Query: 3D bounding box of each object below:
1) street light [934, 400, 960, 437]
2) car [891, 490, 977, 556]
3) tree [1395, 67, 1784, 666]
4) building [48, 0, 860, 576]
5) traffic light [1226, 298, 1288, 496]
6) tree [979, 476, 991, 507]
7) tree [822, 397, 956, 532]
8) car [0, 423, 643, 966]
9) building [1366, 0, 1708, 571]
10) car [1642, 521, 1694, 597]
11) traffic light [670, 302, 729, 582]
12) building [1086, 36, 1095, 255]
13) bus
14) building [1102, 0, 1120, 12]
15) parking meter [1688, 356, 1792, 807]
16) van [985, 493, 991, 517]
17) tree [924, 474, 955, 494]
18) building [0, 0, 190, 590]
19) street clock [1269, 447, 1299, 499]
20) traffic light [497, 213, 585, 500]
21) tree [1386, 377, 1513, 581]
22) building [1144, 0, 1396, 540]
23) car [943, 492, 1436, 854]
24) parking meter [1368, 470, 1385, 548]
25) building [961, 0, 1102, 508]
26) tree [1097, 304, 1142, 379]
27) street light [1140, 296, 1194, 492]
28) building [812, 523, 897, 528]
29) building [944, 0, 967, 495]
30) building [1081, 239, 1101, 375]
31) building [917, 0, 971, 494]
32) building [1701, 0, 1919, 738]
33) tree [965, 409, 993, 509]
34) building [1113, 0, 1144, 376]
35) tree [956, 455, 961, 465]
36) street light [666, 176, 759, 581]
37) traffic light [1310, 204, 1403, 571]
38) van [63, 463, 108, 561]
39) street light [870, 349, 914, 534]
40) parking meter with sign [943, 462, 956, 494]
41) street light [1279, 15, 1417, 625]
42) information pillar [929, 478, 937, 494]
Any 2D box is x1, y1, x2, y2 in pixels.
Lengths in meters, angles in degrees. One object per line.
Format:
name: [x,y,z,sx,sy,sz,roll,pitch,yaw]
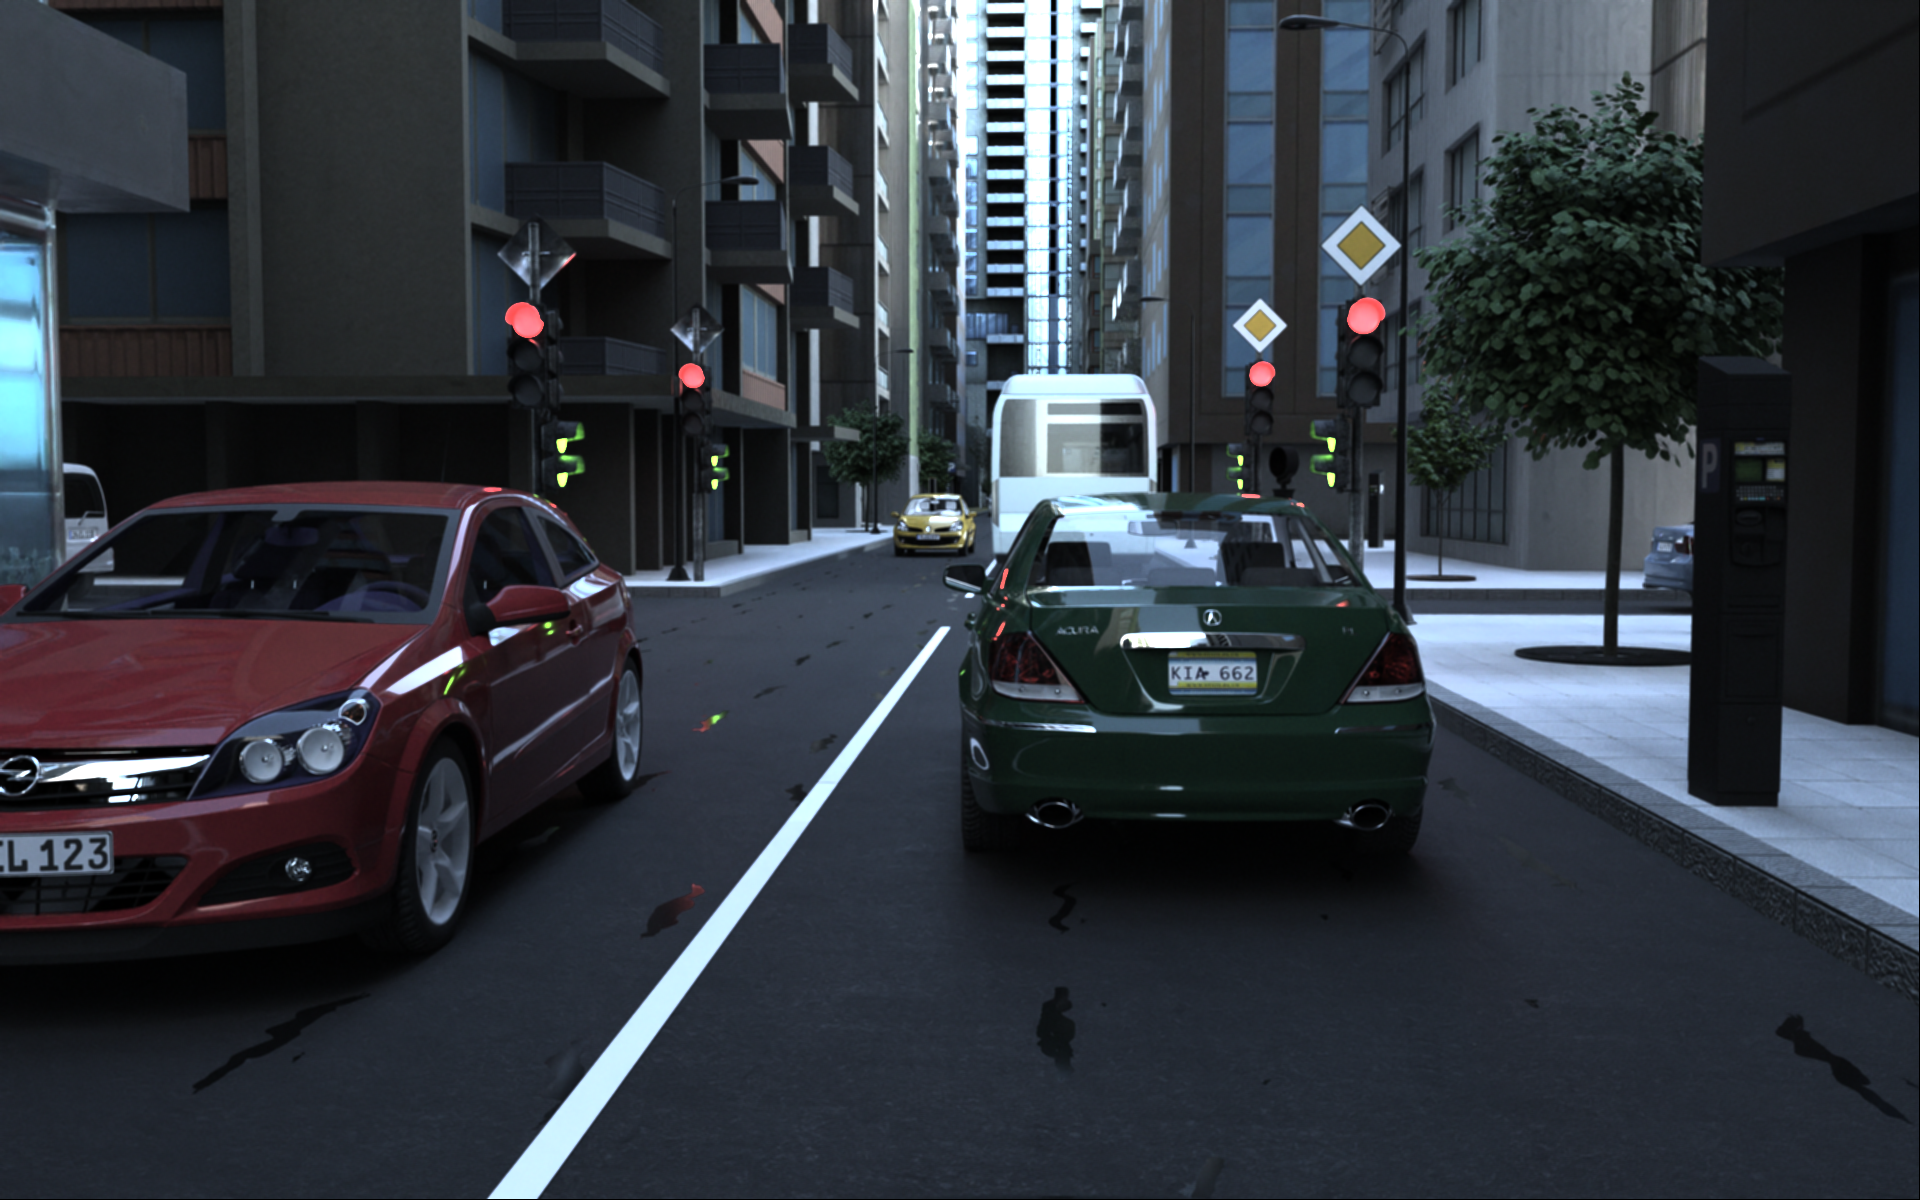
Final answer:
street light: [-0.723,-6.902,85.390,1.470,5.913,1.316,0,4,3]
car: [-0.574,-1.889,41.102,2.015,1.641,3.980,0,4,4]
tree: [5.114,-1.814,13.372,4.285,4.588,4.351,0,3,0]
building: [-14.124,-23.493,38.742,22.147,44.769,28.867,0,4,3]
traffic light: [4.278,-2.204,24.951,0.839,4.253,0.868,0,4,3]
tree: [3.218,-10.950,173.638,1.663,3.219,1.824,0,3,0]
tree: [-3.214,-4.593,58.817,4.285,4.588,4.351,0,3,0]
car: [-2.474,0.140,6.758,2.155,1.783,4.494,0,4,1]
building: [15.643,-21.227,30.648,14.086,41.232,14.154,0,4,3]
car: [10.747,-0.555,21.072,4.499,1.417,2.014,0,4,4]
traffic light: [-3.823,-2.227,25.340,0.839,4.253,0.868,0,4,3]
building: [19.209,-31.628,167.224,14.600,45.320,14.200,0,4,3]
bus: [2.150,-2.354,33.350,2.948,3.499,13.247,0,4,3]
building: [15.915,-26.063,109.719,14.154,41.232,14.086,0,4,3]
parking meter: [3.235,-0.091,7.195,0.255,1.863,0.399,0,4,2]
van: [2.636,-6.302,110.044,2.013,2.044,4.112,0,4,2]
tree: [-1.113,-5.839,90.072,1.663,3.219,1.824,0,3,0]
building: [-20.683,-23.521,4.174,30.456,49.044,23.786,0,4,3]
street clock: [4.940,-1.339,26.460,0.358,2.002,0.471,-2,4,-25]
traffic light: [-4.223,-1.740,17.365,0.839,4.253,0.868,0,4,3]
tree: [7.128,-1.918,25.962,1.663,3.219,1.824,0,3,0]
building: [13.039,-24.682,53.668,14.600,45.320,14.200,0,4,3]
car: [0.956,0.211,8.346,2.131,1.459,4.920,0,4,2]
parking meter: [9.950,-2.183,41.402,0.255,1.863,0.399,3,4,37]
building: [8.262,-53.825,192.715,31.000,86.520,22.319,0,4,3]
tree: [7.176,-7.084,66.184,4.360,8.622,3.978,0,3,0]
street light: [4.918,-4.175,40.805,1.470,5.913,1.316,0,4,3]
building: [-9.143,-23.515,68.059,14.154,41.232,14.086,0,4,3]
building: [-6.788,-29.890,138.805,14.600,45.320,14.200,0,4,3]
building: [23.281,-17.523,131.533,27.650,21.520,28.899,0,4,3]
building: [-11.477,-30.351,115.851,23.786,49.044,30.456,0,4,3]
building: [11.184,-21.536,2.228,14.600,45.320,14.200,0,4,3]
tree: [2.067,-12.286,151.235,4.360,8.622,3.978,0,3,0]
building: [18.898,-28.377,83.571,23.786,49.044,30.456,0,4,3]
tree: [-1.676,-5.978,81.450,4.285,4.588,4.351,0,3,0]
street light: [-3.632,-3.237,25.460,1.470,5.913,1.316,0,4,3]
traffic light: [3.878,-1.716,16.976,0.839,4.253,0.868,0,4,3]
van: [-13.537,-0.977,22.983,4.112,2.044,2.013,0,4,5]
street light: [-2.183,-5.078,55.563,1.470,5.913,1.316,0,4,3]
parking meter with sign: [-0.724,-6.101,96.010,0.543,3.016,1.738,-1,4,-15]
street light: [3.800,-2.717,16.967,1.470,5.913,1.316,0,4,3]
information pillar: [-1.227,-4.519,78.385,0.304,2.012,0.304,1,4,11]
